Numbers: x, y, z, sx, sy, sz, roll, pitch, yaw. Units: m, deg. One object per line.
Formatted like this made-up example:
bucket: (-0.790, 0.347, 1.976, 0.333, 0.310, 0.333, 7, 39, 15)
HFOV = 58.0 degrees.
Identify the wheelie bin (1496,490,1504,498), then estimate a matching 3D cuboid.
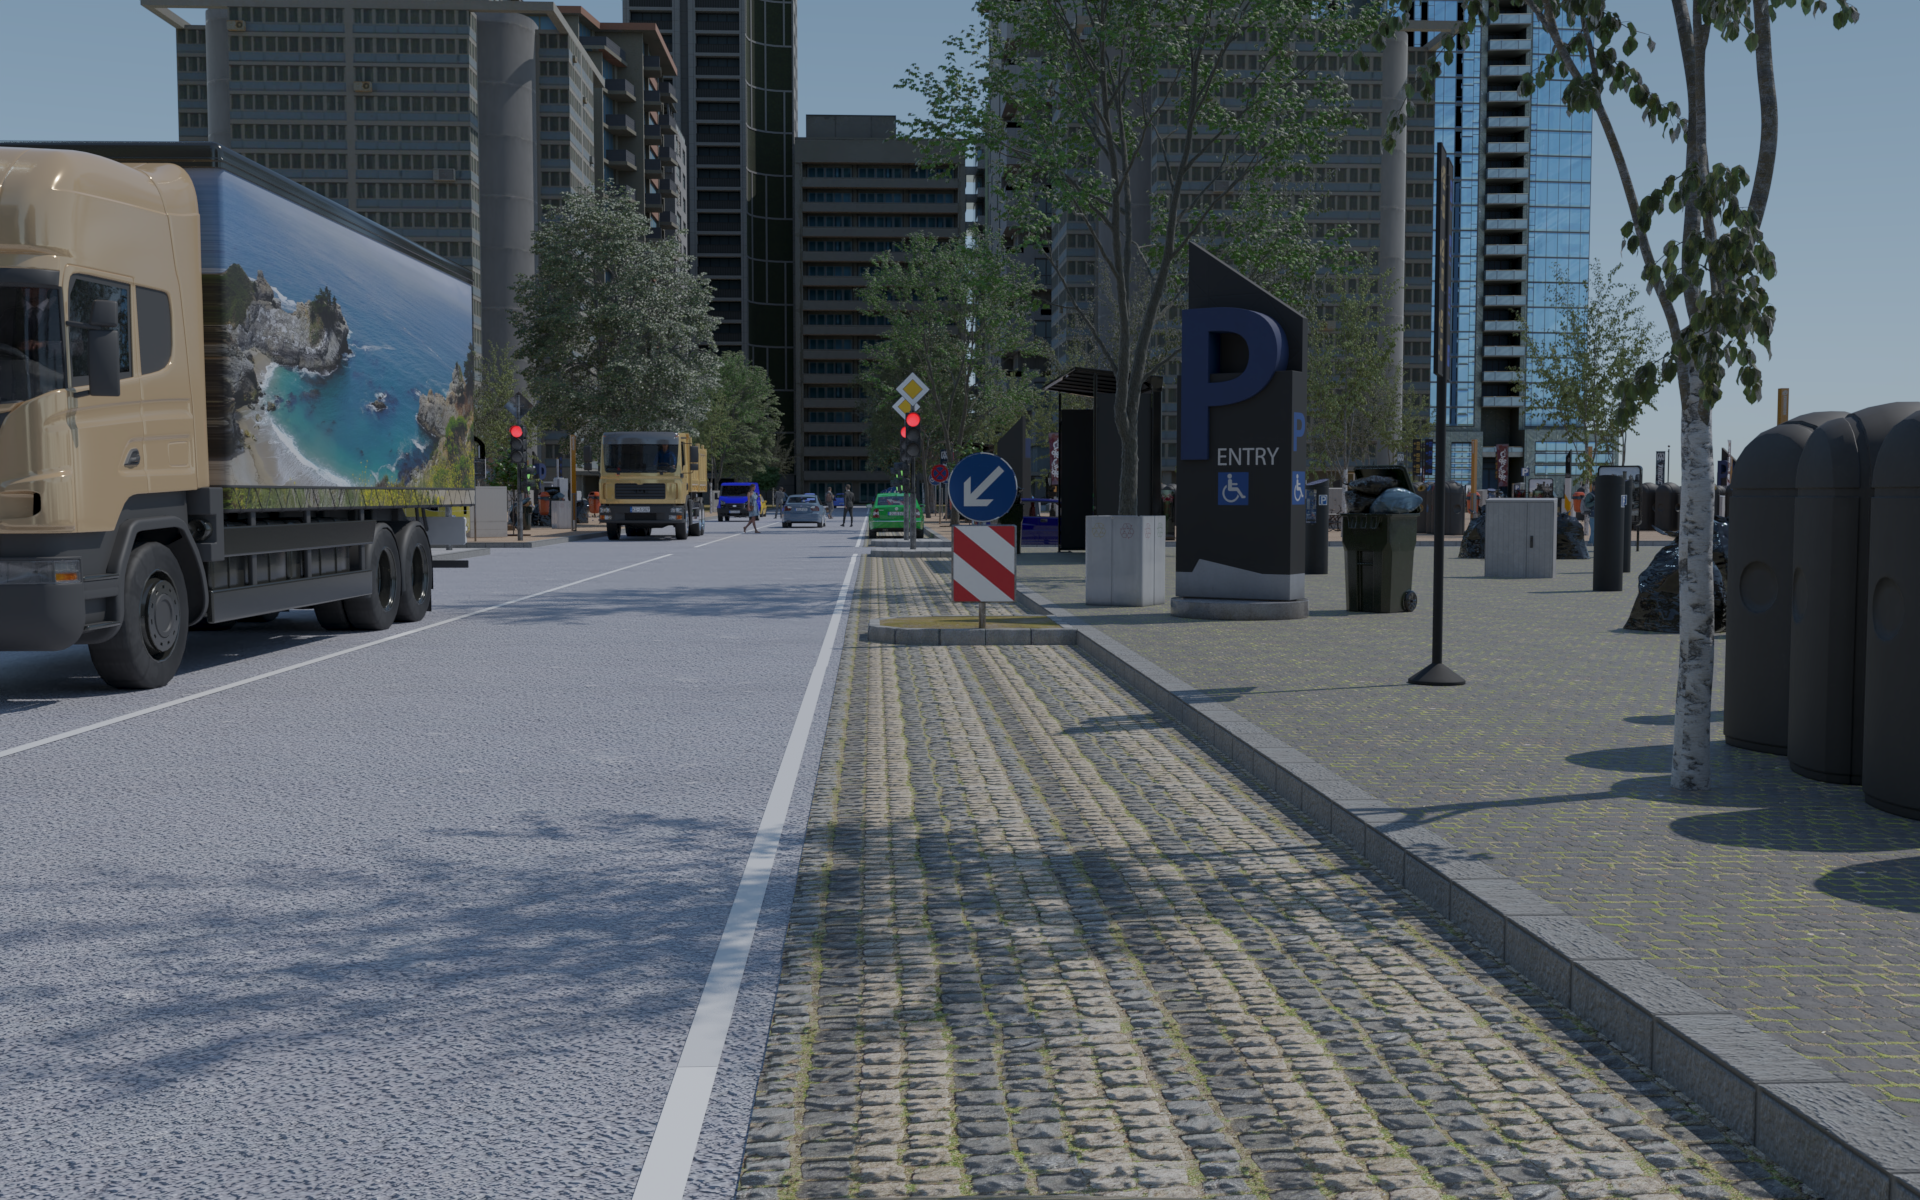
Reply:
wheelie bin: (37.326, -6.867, 120.178, 0.693, 1.594, 0.980, 3, 5, 40)

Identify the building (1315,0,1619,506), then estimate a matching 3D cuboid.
building: (51.785, -53.136, 181.443, 31.000, 86.520, 22.319, 0, 4, -3)

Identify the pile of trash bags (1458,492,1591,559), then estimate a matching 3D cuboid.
pile of trash bags: (11.869, -1.526, 34.700, 3.447, 1.369, 1.912, -1, 4, -18)

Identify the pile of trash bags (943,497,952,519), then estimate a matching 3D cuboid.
pile of trash bags: (-0.007, -4.834, 88.781, 1.912, 1.369, 3.447, 1, 4, 12)

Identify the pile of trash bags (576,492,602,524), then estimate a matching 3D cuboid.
pile of trash bags: (-16.730, -3.994, 75.057, 3.447, 1.369, 1.912, 3, 4, 38)

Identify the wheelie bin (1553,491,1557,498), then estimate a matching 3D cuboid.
wheelie bin: (38.998, -6.512, 114.386, 0.693, 1.594, 0.980, 3, 4, 37)

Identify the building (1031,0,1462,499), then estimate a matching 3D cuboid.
building: (20.126, -27.258, 137.557, 32.217, 40.220, 23.993, 0, 4, -3)

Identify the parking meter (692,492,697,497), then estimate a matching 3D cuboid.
parking meter: (-16.275, -5.970, 106.025, 0.372, 1.533, 0.369, 0, 3, 0)

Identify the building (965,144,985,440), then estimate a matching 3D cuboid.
building: (15.627, -37.156, 227.104, 30.456, 49.044, 23.786, 0, 4, -3)

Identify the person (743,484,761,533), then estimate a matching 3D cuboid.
person: (-7.622, -3.340, 63.205, 0.778, 1.811, 0.616, 2, 4, 27)

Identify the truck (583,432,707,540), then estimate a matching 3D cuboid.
truck: (-9.907, -3.691, 56.279, 3.469, 3.379, 9.791, 0, 4, -3)

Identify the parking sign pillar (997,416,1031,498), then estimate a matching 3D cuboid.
parking sign pillar: (1.882, -4.399, 60.396, 1.447, 3.967, 1.447, -3, 5, -41)

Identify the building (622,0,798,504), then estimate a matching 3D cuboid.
building: (-31.346, -47.906, 221.519, 20.611, 71.187, 20.563, 0, 4, -3)

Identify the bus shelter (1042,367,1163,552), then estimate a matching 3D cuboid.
bus shelter: (2.815, -2.679, 35.093, 1.731, 3.624, 6.357, 0, 4, -3)

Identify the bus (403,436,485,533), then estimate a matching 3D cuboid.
bus: (-18.423, -3.178, 43.513, 12.252, 3.916, 2.896, 0, 4, -4)

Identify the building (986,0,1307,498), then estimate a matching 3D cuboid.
building: (16.910, -35.084, 162.866, 28.713, 52.752, 27.495, 0, 4, -3)

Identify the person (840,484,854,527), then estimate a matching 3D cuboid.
person: (-4.942, -4.129, 75.778, 0.659, 1.850, 0.755, -3, 4, -38)

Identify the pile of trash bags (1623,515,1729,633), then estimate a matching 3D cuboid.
pile of trash bags: (8.103, -0.429, 16.767, 3.447, 1.369, 1.912, -3, 4, -37)

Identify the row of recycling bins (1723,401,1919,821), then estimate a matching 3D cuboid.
row of recycling bins: (4.231, -0.015, 7.351, 1.069, 1.692, 3.534, 0, 4, 3)

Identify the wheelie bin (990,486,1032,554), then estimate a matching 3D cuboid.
wheelie bin: (0.997, -1.795, 37.251, 0.693, 1.594, 0.980, -1, 4, -18)

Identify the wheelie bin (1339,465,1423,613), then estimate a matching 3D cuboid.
wheelie bin: (4.582, -0.670, 18.855, 0.693, 1.594, 0.980, -3, 5, -44)

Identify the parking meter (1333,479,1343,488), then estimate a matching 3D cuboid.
parking meter: (15.126, -3.891, 69.328, 0.255, 1.863, 0.399, -2, 4, -34)

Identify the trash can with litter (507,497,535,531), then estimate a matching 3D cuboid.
trash can with litter: (-15.543, -3.030, 60.934, 1.055, 1.170, 0.624, -3, 4, -37)

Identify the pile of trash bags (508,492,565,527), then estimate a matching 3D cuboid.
pile of trash bags: (-16.809, -3.611, 68.795, 1.912, 1.369, 3.447, -2, 4, -26)

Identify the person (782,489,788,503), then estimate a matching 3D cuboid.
person: (-12.988, -7.310, 128.007, 1.348, 1.826, 0.705, 3, 4, 37)

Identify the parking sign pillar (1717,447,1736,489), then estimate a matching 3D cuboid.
parking sign pillar: (44.073, -6.788, 99.460, 1.447, 3.967, 1.447, -1, 4, -16)

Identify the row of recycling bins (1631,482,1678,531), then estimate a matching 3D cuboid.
row of recycling bins: (24.391, -3.257, 60.372, 1.069, 1.692, 3.534, -2, 4, -30)

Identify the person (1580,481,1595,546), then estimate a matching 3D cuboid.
person: (16.486, -2.210, 44.975, 0.721, 1.781, 0.623, 3, 5, 42)

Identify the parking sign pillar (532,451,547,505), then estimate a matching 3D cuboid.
parking sign pillar: (-26.667, -7.424, 109.851, 1.447, 3.967, 1.447, 1, 4, 9)

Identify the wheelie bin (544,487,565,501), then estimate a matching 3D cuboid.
wheelie bin: (-17.020, -3.946, 72.419, 0.980, 1.594, 0.693, 0, 4, -7)

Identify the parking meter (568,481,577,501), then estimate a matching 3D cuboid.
parking meter: (-17.385, -4.402, 77.687, 0.399, 1.863, 0.255, 0, 4, -7)

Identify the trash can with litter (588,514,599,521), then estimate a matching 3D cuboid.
trash can with litter: (-16.800, -4.407, 83.109, 1.678, 1.210, 2.233, -1, 4, -10)

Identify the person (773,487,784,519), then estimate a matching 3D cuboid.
person: (-10.576, -5.676, 101.113, 0.655, 1.846, 0.447, -1, 4, -11)

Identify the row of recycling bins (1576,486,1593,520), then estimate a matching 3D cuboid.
row of recycling bins: (30.944, -4.687, 83.737, 1.069, 1.692, 3.534, -1, 4, -11)

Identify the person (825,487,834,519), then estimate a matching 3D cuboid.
person: (-7.495, -5.563, 99.422, 0.622, 1.834, 0.822, 2, 4, 28)

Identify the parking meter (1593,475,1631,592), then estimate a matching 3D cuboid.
parking meter: (8.590, -0.888, 22.931, 0.372, 1.533, 0.369, 0, 3, 0)

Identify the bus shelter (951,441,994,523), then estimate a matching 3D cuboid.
bus shelter: (0.577, -5.389, 79.385, 1.731, 3.624, 6.357, 0, 4, -3)

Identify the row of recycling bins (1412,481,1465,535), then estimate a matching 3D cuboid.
row of recycling bins: (15.381, -2.952, 55.380, 1.069, 1.692, 3.534, 0, 4, 2)

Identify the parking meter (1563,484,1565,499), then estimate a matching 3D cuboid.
parking meter: (42.204, -7.022, 120.527, 0.255, 1.863, 0.399, 3, 4, 36)

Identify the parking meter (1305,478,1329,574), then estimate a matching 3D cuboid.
parking meter: (5.717, -1.183, 27.758, 0.372, 1.533, 0.369, 0, 3, 0)

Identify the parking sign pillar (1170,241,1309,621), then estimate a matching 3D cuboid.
parking sign pillar: (2.944, -1.815, 18.142, 1.447, 3.967, 1.447, 2, 4, 33)

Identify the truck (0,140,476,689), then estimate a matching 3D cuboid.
truck: (-7.138, -1.661, 16.073, 2.839, 4.237, 11.283, 0, 4, -1)

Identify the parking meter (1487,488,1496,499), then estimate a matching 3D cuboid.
parking meter: (23.888, -4.248, 77.862, 0.372, 1.533, 0.369, 0, 3, 0)

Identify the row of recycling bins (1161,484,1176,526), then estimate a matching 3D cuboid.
row of recycling bins: (8.193, -3.919, 71.192, 1.069, 1.692, 3.534, -1, 4, -14)

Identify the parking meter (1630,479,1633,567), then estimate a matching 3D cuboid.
parking meter: (10.798, -1.220, 28.363, 0.372, 1.533, 0.369, 0, 3, 0)

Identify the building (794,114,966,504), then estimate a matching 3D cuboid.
building: (-10.345, -36.765, 224.808, 21.600, 48.544, 21.300, 0, 4, -3)

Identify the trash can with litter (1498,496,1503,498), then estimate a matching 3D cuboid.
trash can with litter: (26.112, -4.403, 83.044, 2.233, 1.210, 1.678, 2, 4, 33)
